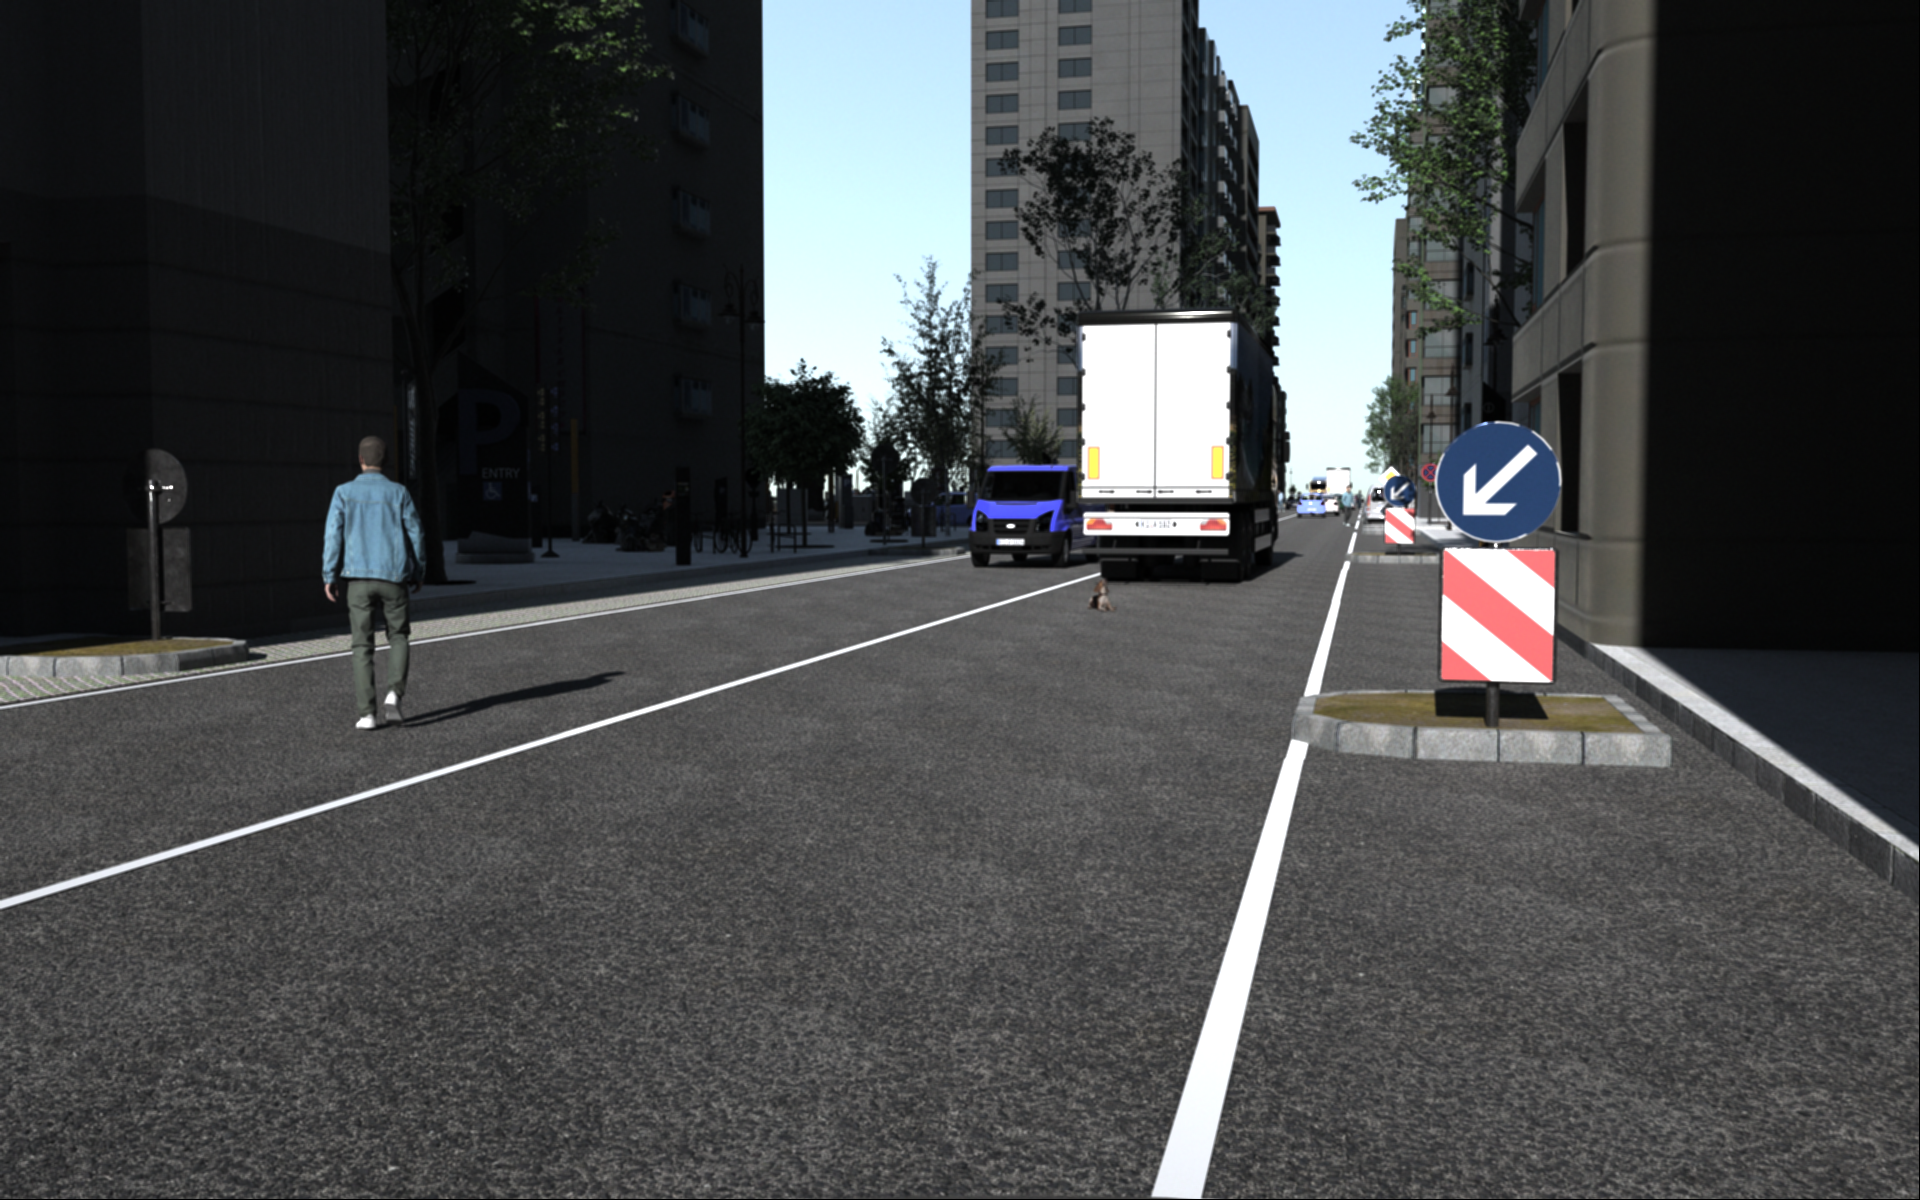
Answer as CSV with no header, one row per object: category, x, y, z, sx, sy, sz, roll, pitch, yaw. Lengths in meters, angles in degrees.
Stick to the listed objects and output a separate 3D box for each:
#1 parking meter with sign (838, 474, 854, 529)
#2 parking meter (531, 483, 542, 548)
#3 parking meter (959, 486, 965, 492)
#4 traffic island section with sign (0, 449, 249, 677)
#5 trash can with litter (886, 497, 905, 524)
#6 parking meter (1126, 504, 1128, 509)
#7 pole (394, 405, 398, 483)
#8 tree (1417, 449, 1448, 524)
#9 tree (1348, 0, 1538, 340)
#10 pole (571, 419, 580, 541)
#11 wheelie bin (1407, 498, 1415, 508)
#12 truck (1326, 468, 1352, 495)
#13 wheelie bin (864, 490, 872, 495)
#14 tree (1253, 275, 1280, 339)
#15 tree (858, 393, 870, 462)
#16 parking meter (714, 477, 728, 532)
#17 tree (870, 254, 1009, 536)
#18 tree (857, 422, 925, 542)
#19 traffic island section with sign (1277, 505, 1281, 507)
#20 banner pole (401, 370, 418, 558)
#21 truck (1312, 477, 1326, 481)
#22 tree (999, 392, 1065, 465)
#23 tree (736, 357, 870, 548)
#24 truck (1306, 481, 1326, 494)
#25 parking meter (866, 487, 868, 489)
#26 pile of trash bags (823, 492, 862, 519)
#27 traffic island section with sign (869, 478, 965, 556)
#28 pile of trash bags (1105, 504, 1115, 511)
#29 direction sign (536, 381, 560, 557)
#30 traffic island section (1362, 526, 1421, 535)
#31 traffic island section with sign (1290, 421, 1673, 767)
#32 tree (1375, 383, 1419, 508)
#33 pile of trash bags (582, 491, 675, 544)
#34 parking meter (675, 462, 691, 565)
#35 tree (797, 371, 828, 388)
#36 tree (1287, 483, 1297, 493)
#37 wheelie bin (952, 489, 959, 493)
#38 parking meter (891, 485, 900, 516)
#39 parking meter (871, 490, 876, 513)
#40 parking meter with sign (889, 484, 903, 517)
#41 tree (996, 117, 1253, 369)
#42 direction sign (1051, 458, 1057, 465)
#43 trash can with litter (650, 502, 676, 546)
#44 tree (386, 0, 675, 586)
parking meter with sign,-4.333,-4.207,65.052,0.543,3.016,1.738,-1,4,-16
parking meter,-10.207,-2.024,41.505,0.372,1.533,0.369,0,3,0
parking meter,0.103,-6.866,117.974,0.399,1.863,0.255,0,4,-4
traffic island section with sign,-7.124,-0.356,14.449,1.989,1.847,2.006,1,4,13
trash can with litter,-2.759,-3.856,74.428,0.624,1.170,1.055,-1,4,-20
parking meter,14.300,-8.687,147.738,0.255,1.863,0.399,1,4,17
pole,-13.024,-2.812,39.821,0.158,3.312,0.155,0,3,0
tree,20.650,-4.922,75.077,1.663,3.219,1.824,0,3,0
tree,9.985,-6.269,28.246,9.928,11.665,9.643,0,3,0
pole,-10.440,-3.250,46.983,0.158,3.312,0.155,0,3,0
wheelie bin,33.451,-7.390,128.734,0.693,1.594,0.980,0,4,5
truck,41.495,-12.287,189.808,2.839,4.237,11.283,1,4,13
wheelie bin,-6.852,-7.525,130.939,0.693,1.594,0.980,-3,5,-41
tree,17.731,-17.115,135.716,12.611,20.169,13.585,0,3,0
tree,-5.628,-10.574,123.243,4.360,8.622,3.978,0,3,0
parking meter,-8.033,-3.210,58.191,0.399,1.863,0.255,-2,4,-25
tree,-0.388,-6.276,52.969,4.360,8.622,3.978,0,3,0
tree,-2.033,-3.170,46.425,1.663,3.219,1.824,0,3,0
traffic island section with sign,35.335,-11.453,195.879,1.989,1.847,2.006,1,4,13
banner pole,-11.032,-2.736,34.746,0.401,3.779,0.863,-3,4,-36
truck,57.516,-17.488,275.681,2.967,4.110,18.799,1,4,13
tree,4.903,-10.679,124.960,4.737,8.622,4.395,0,3,0
tree,-3.762,-3.548,41.719,4.285,4.588,4.351,0,3,0
truck,53.567,-16.037,258.120,3.469,3.379,9.791,1,4,15
parking meter,-7.598,-8.414,143.281,0.399,1.863,0.255,-3,5,-41
pile of trash bags,-6.479,-5.296,96.334,1.912,1.369,3.447,2,4,30
traffic island section with sign,-0.942,-1.972,40.869,1.989,1.847,2.006,1,4,13
pile of trash bags,6.722,-4.748,87.388,3.447,1.369,1.912,3,5,44
direction sign,-8.340,-2.639,35.145,0.379,3.537,0.876,-3,5,-42
traffic island section,15.528,-2.453,62.388,2.009,0.180,2.903,1,4,13
traffic island section with sign,2.999,-0.098,10.223,1.989,1.847,2.006,1,4,13
tree,28.918,-9.837,111.202,4.360,8.622,3.978,0,3,0
pile of trash bags,-8.202,-2.132,44.618,3.447,1.369,1.912,3,5,44
parking meter,-5.009,-1.566,31.311,0.255,1.863,0.399,-1,4,-12
tree,-8.745,-9.340,103.063,4.737,8.622,4.395,0,3,0
tree,58.107,-18.826,302.401,1.663,3.219,1.824,0,3,0
wheelie bin,-0.294,-6.370,112.053,0.693,1.594,0.980,-2,4,-27
parking meter,-3.022,-4.610,81.092,0.399,1.863,0.255,1,4,18
parking meter,-5.998,-6.846,120.348,0.372,1.533,0.369,0,3,0
parking meter with sign,-3.519,-6.068,95.468,1.738,3.016,0.543,2,4,27
tree,7.758,-14.021,85.133,12.611,20.169,13.585,0,3,0
direction sign,5.856,-7.237,110.326,0.379,3.537,0.876,-3,4,-38
trash can with litter,-7.180,-1.896,42.395,1.055,1.170,0.624,-2,4,-25
tree,-7.657,-6.032,24.379,9.928,11.665,9.643,0,3,0
